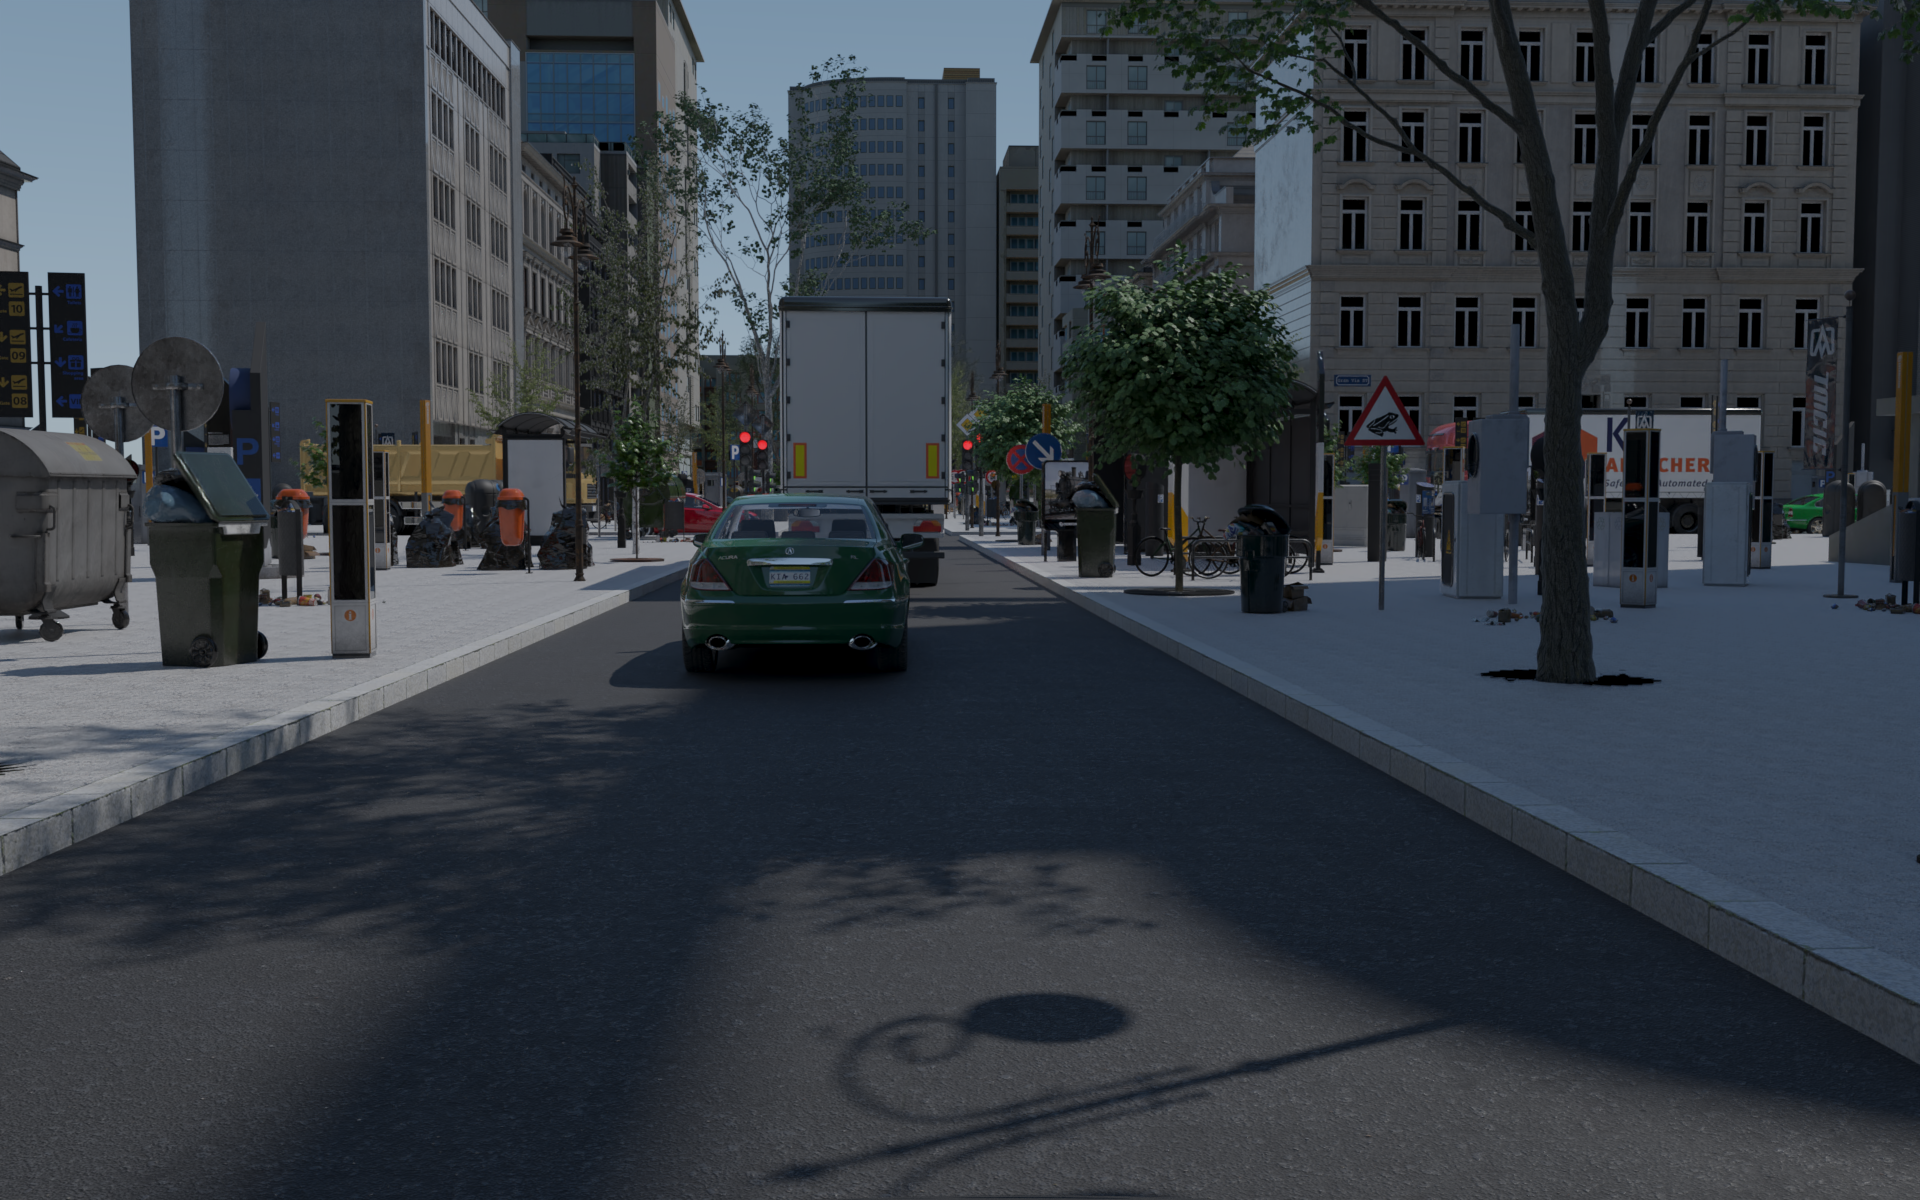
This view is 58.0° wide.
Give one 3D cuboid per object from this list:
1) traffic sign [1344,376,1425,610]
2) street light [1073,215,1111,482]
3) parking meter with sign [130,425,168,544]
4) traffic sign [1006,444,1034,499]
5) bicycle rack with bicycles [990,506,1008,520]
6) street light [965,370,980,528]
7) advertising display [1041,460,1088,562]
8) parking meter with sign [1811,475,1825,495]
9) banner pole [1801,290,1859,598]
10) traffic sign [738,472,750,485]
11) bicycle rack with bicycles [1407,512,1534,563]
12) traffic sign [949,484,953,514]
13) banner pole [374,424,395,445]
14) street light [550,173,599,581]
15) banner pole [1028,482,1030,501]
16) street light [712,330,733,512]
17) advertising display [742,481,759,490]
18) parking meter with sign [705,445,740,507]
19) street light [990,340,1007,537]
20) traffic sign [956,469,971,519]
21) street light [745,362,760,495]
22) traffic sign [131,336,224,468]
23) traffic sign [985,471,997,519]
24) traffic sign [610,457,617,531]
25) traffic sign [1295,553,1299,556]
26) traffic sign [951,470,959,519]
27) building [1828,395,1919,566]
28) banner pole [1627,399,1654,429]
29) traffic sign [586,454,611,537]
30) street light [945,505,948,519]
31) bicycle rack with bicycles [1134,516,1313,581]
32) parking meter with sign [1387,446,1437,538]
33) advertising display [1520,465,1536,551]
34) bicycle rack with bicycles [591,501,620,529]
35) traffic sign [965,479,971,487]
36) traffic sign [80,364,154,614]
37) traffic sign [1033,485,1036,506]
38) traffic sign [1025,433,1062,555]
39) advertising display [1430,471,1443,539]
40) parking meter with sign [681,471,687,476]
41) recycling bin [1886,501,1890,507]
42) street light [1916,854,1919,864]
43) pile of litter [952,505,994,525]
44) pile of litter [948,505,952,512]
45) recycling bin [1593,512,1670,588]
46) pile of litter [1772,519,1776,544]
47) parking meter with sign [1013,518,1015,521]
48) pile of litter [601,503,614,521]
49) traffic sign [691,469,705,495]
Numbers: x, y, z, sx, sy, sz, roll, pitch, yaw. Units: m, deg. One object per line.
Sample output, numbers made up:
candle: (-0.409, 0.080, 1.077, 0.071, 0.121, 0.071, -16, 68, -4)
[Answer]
traffic sign: (4.665, -1.168, 19.100, 0.884, 2.594, 0.081, 0, 4, 2)
street light: (2.200, -3.441, 29.048, 0.468, 5.910, 1.993, 0, 4, -3)
parking meter with sign: (-20.977, -2.953, 44.545, 1.738, 3.016, 0.543, 3, 5, 43)
traffic sign: (1.574, -2.713, 44.468, 0.768, 2.556, 0.104, 0, 4, 3)
bicycle rack with bicycles: (2.716, -4.384, 85.062, 2.852, 0.926, 2.925, 1, 4, 16)
street light: (0.454, -5.627, 64.787, 0.468, 5.910, 1.993, 0, 4, -3)
advertising display: (2.033, -1.696, 32.940, 0.974, 1.923, 0.123, -1, 4, -13)
parking meter with sign: (34.936, -4.532, 70.354, 0.543, 3.016, 1.738, 0, 4, 5)
banner pole: (10.839, -1.930, 21.579, 0.401, 3.779, 0.863, -1, 4, -21)
traffic sign: (-12.455, -6.109, 99.991, 0.768, 2.556, 0.104, 0, 4, -1)
bicycle rack with bicycles: (9.878, -1.215, 33.251, 2.852, 0.926, 2.925, 1, 4, 16)
traffic sign: (-0.663, -6.836, 111.871, 0.768, 2.556, 0.104, 0, 4, 0)
banner pole: (-20.648, -4.407, 62.072, 0.863, 3.779, 0.401, -1, 4, -22)
street light: (-5.607, -3.215, 25.353, 0.468, 5.910, 1.993, 0, 4, -3)
banner pole: (2.572, -4.385, 61.708, 0.401, 3.779, 0.863, -2, 4, -31)
street light: (-6.690, -4.660, 48.978, 0.468, 5.910, 1.993, 0, 4, -3)
advertising display: (-10.080, -4.783, 83.416, 0.974, 1.923, 0.123, -3, 5, -43)
parking meter with sign: (-8.672, -3.993, 61.552, 1.738, 3.016, 0.543, 2, 4, 30)
street light: (1.147, -4.857, 52.196, 0.468, 5.910, 1.993, 0, 4, -3)
traffic sign: (0.178, -5.356, 87.673, 0.768, 2.556, 0.104, 0, 4, 3)
street light: (-7.291, -5.387, 60.864, 0.468, 5.910, 1.993, 0, 4, -3)
traffic sign: (-6.332, -0.851, 14.020, 0.768, 2.556, 0.104, 0, 4, 3)
traffic sign: (1.706, -5.493, 89.919, 0.768, 2.556, 0.104, 0, 4, 2)
traffic sign: (-11.871, -3.639, 59.610, 0.768, 2.556, 0.104, 0, 4, -2)
traffic sign: (6.822, -2.131, 34.942, 0.768, 2.556, 0.104, 0, 4, -2)
traffic sign: (-0.264, -5.540, 90.692, 0.768, 2.556, 0.104, 0, 4, 5)
building: (32.990, -20.416, 25.682, 32.217, 40.220, 23.993, 0, 4, -3)
banner pole: (17.871, -3.407, 45.723, 0.863, 3.779, 0.401, 1, 4, 9)
traffic sign: (-10.840, -3.173, 51.986, 0.768, 2.556, 0.104, 0, 4, -2)
street light: (-0.699, -7.084, 88.610, 0.468, 5.910, 1.993, 0, 4, -3)
bicycle rack with bicycles: (4.143, -0.813, 26.676, 2.925, 0.926, 2.852, 0, 4, 0)
parking meter with sign: (13.218, -3.314, 50.447, 1.738, 3.016, 0.543, -2, 4, -29)
advertising display: (12.909, -2.090, 39.379, 0.123, 1.923, 0.974, 0, 4, 5)
bicycle rack with bicycles: (-11.910, -3.125, 64.481, 2.925, 0.926, 2.852, 1, 4, 13)
traffic sign: (0.625, -8.070, 132.048, 0.768, 2.556, 0.104, 0, 4, 3)
traffic sign: (-8.263, -1.036, 17.051, 0.768, 2.556, 0.104, 0, 4, -1)
traffic sign: (2.218, -3.142, 51.484, 0.768, 2.556, 0.104, 0, 4, 5)
traffic sign: (1.742, -2.208, 36.203, 0.768, 2.556, 0.104, 0, 4, 1)
advertising display: (13.761, -2.702, 49.384, 0.974, 1.923, 0.123, -3, 4, -36)
parking meter with sign: (-20.222, -8.221, 130.674, 1.738, 3.016, 0.543, 3, 4, 38)
recycling bin: (34.175, -3.125, 63.645, 0.722, 1.027, 0.722, -1, 4, -15)
street light: (3.418, -2.021, 5.825, 0.468, 5.910, 1.993, 0, 4, -3)
pile of litter: (0.731, -3.629, 73.302, 1.176, 0.858, 1.719, -2, 4, -32)
pile of litter: (-0.869, -6.641, 122.545, 1.719, 0.858, 1.176, 0, 4, -6)
recycling bin: (9.270, -0.696, 23.932, 0.722, 1.027, 0.722, -1, 4, -19)
pile of litter: (20.576, -1.892, 44.901, 1.176, 0.858, 1.719, 3, 4, 36)
parking meter with sign: (3.161, -4.860, 75.715, 1.738, 3.016, 0.543, 0, 4, -4)
pile of litter: (-17.272, -4.260, 83.623, 1.176, 0.858, 1.719, -1, 4, -10)
traffic sign: (-13.110, -5.308, 86.890, 0.768, 2.556, 0.104, 0, 4, -1)
